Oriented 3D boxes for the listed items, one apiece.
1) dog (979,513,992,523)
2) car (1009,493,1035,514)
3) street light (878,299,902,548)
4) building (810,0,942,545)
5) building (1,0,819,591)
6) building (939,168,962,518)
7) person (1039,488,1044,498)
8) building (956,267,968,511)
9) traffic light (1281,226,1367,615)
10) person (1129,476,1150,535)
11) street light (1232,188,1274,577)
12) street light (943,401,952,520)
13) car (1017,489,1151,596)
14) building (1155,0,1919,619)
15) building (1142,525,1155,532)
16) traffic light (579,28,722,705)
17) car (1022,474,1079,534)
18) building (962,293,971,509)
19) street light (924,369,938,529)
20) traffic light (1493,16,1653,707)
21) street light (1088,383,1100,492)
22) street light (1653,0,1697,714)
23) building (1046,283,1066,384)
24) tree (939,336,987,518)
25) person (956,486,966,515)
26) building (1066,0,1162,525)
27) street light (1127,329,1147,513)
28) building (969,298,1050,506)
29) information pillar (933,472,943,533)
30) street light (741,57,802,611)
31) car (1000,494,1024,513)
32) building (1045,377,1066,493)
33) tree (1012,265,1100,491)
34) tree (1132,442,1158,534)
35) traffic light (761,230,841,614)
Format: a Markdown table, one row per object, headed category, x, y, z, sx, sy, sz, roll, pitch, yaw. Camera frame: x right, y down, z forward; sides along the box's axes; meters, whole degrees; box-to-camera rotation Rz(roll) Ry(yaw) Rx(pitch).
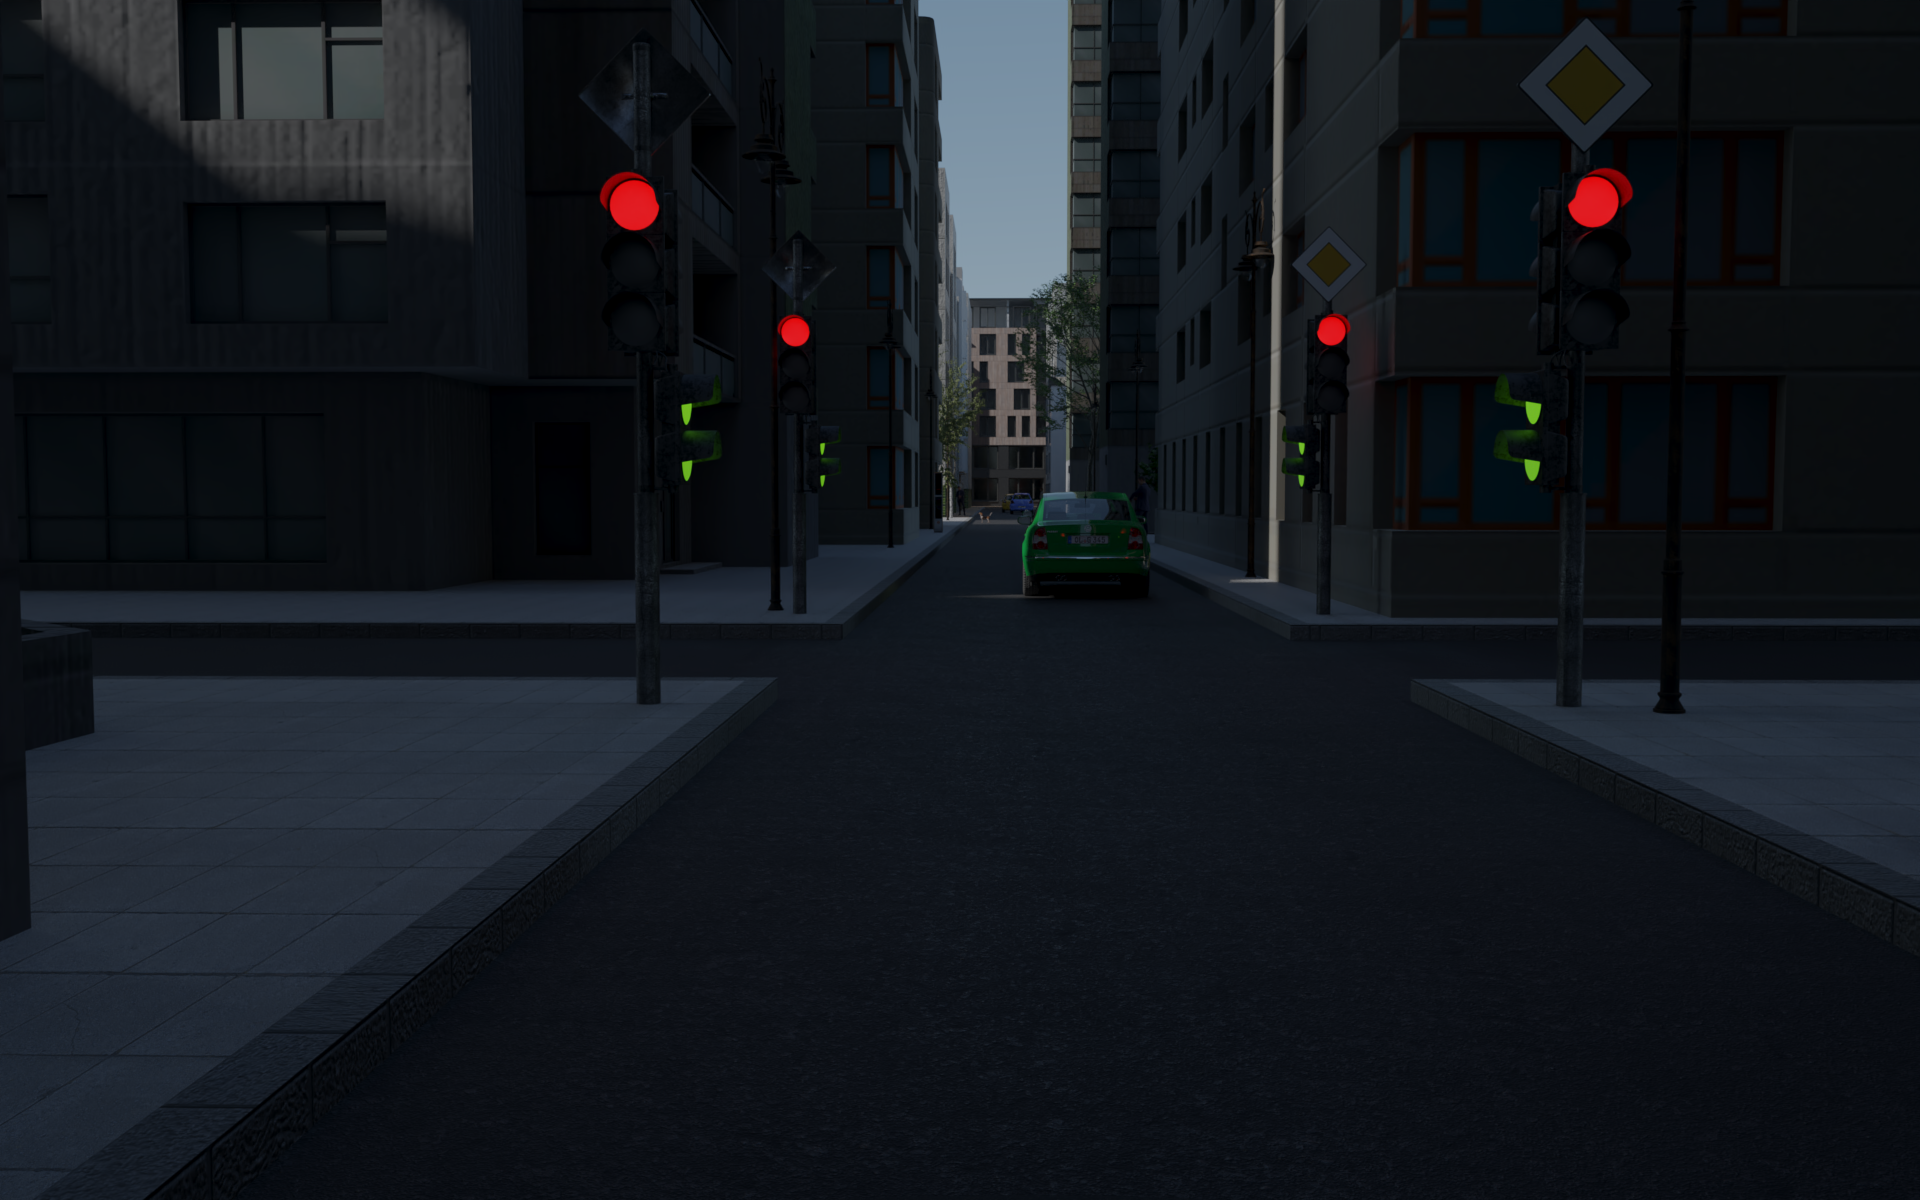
| category | x | y | z | sx | sy | sz | roll | pitch | yaw |
| --- | --- | --- | --- | --- | --- | --- | --- | --- | --- |
| dog | 1.271 | -4.127 | 86.763 | 0.540 | 0.507 | 0.406 | -2 | 4 | -30 |
| car | 4.438 | -7.010 | 124.208 | 1.945 | 1.707 | 3.694 | 0 | 4 | 3 |
| street light | -1.654 | -4.182 | 41.166 | 0.468 | 5.910 | 1.993 | 0 | 4 | 1 |
| building | -14.904 | -13.014 | 57.810 | 27.650 | 21.520 | 28.899 | 0 | 4 | 1 |
| building | -10.083 | -21.043 | 27.650 | 14.154 | 41.232 | 14.086 | 0 | 4 | 1 |
| building | -8.811 | -14.900 | 110.076 | 16.747 | 18.905 | 31.486 | 0 | 4 | 1 |
| person | 7.241 | -9.051 | 154.022 | 0.705 | 1.824 | 1.348 | 0 | 4 | -3 |
| building | -7.360 | -17.530 | 143.042 | 16.016 | 20.091 | 11.380 | 0 | 4 | 1 |
| traffic light | 3.858 | -1.801 | 18.363 | 0.839 | 4.253 | 0.868 | 0 | 4 | 1 |
| person | 4.749 | -2.431 | 46.233 | 0.568 | 1.767 | 0.683 | 2 | 4 | 33 |
| street light | 4.496 | -3.292 | 26.606 | 0.468 | 5.910 | 1.993 | 0 | 4 | 1 |
| street light | -0.597 | -6.833 | 84.501 | 0.468 | 5.910 | 1.993 | 0 | 4 | 1 |
| car | 1.823 | -1.031 | 25.653 | 1.959 | 1.807 | 4.718 | 0 | 4 | 2 |
| building | 19.235 | -11.358 | 30.748 | 28.899 | 21.520 | 27.650 | 0 | 4 | 1 |
| building | 12.071 | -17.837 | 63.344 | 14.160 | 30.474 | 14.107 | 0 | 4 | 1 |
| traffic light | -1.890 | -1.319 | 10.494 | 0.839 | 4.253 | 0.868 | 0 | 4 | 1 |
| car | 2.204 | -1.521 | 33.657 | 1.959 | 1.807 | 4.718 | 0 | 3 | 0 |
| building | -14.816 | -18.023 | 161.127 | 31.486 | 18.905 | 16.747 | 0 | 4 | 1 |
| street light | -1.050 | -5.507 | 62.832 | 0.468 | 5.910 | 1.993 | 0 | 4 | 1 |
| traffic light | 3.670 | -1.312 | 10.380 | 0.839 | 4.253 | 0.868 | 0 | 4 | 1 |
| street light | 5.521 | -6.007 | 71.003 | 0.468 | 5.910 | 1.993 | 0 | 4 | 1 |
| street light | 4.170 | -2.276 | 10.004 | 0.468 | 5.910 | 1.993 | 0 | 4 | 1 |
| building | 16.448 | -17.555 | 153.483 | 16.747 | 18.905 | 31.486 | 0 | 4 | 1 |
| tree | -1.214 | -7.895 | 79.437 | 4.737 | 8.622 | 4.395 | 0 | 3 | 0 |
| person | 0.040 | -5.982 | 104.291 | 0.683 | 1.767 | 0.568 | 1 | 4 | 15 |
| building | 12.275 | -19.234 | 86.184 | 14.160 | 30.474 | 14.107 | 0 | 4 | 1 |
| street light | 4.973 | -4.642 | 48.690 | 0.468 | 5.910 | 1.993 | 0 | 4 | 1 |
| building | 13.846 | -21.215 | 190.836 | 32.646 | 21.610 | 27.936 | 0 | 4 | 1 |
| information pillar | -0.727 | -3.257 | 57.741 | 0.304 | 2.012 | 0.304 | 0 | 4 | -4 |
| street light | -2.036 | -2.823 | 18.950 | 0.468 | 5.910 | 1.993 | 0 | 4 | 1 |
| car | 4.114 | -7.623 | 134.861 | 2.015 | 1.641 | 3.980 | 0 | 4 | 1 |
| building | 10.938 | -11.133 | 124.164 | 9.099 | 9.664 | 28.070 | 0 | 4 | 1 |
| tree | 5.835 | -9.178 | 75.822 | 9.928 | 11.665 | 9.643 | 0 | 3 | 0 |
| tree | 6.295 | -3.717 | 55.375 | 1.663 | 3.219 | 1.824 | 0 | 3 | 0 |
| traffic light | -1.702 | -1.808 | 18.477 | 0.839 | 4.253 | 0.868 | 0 | 4 | 1 |
